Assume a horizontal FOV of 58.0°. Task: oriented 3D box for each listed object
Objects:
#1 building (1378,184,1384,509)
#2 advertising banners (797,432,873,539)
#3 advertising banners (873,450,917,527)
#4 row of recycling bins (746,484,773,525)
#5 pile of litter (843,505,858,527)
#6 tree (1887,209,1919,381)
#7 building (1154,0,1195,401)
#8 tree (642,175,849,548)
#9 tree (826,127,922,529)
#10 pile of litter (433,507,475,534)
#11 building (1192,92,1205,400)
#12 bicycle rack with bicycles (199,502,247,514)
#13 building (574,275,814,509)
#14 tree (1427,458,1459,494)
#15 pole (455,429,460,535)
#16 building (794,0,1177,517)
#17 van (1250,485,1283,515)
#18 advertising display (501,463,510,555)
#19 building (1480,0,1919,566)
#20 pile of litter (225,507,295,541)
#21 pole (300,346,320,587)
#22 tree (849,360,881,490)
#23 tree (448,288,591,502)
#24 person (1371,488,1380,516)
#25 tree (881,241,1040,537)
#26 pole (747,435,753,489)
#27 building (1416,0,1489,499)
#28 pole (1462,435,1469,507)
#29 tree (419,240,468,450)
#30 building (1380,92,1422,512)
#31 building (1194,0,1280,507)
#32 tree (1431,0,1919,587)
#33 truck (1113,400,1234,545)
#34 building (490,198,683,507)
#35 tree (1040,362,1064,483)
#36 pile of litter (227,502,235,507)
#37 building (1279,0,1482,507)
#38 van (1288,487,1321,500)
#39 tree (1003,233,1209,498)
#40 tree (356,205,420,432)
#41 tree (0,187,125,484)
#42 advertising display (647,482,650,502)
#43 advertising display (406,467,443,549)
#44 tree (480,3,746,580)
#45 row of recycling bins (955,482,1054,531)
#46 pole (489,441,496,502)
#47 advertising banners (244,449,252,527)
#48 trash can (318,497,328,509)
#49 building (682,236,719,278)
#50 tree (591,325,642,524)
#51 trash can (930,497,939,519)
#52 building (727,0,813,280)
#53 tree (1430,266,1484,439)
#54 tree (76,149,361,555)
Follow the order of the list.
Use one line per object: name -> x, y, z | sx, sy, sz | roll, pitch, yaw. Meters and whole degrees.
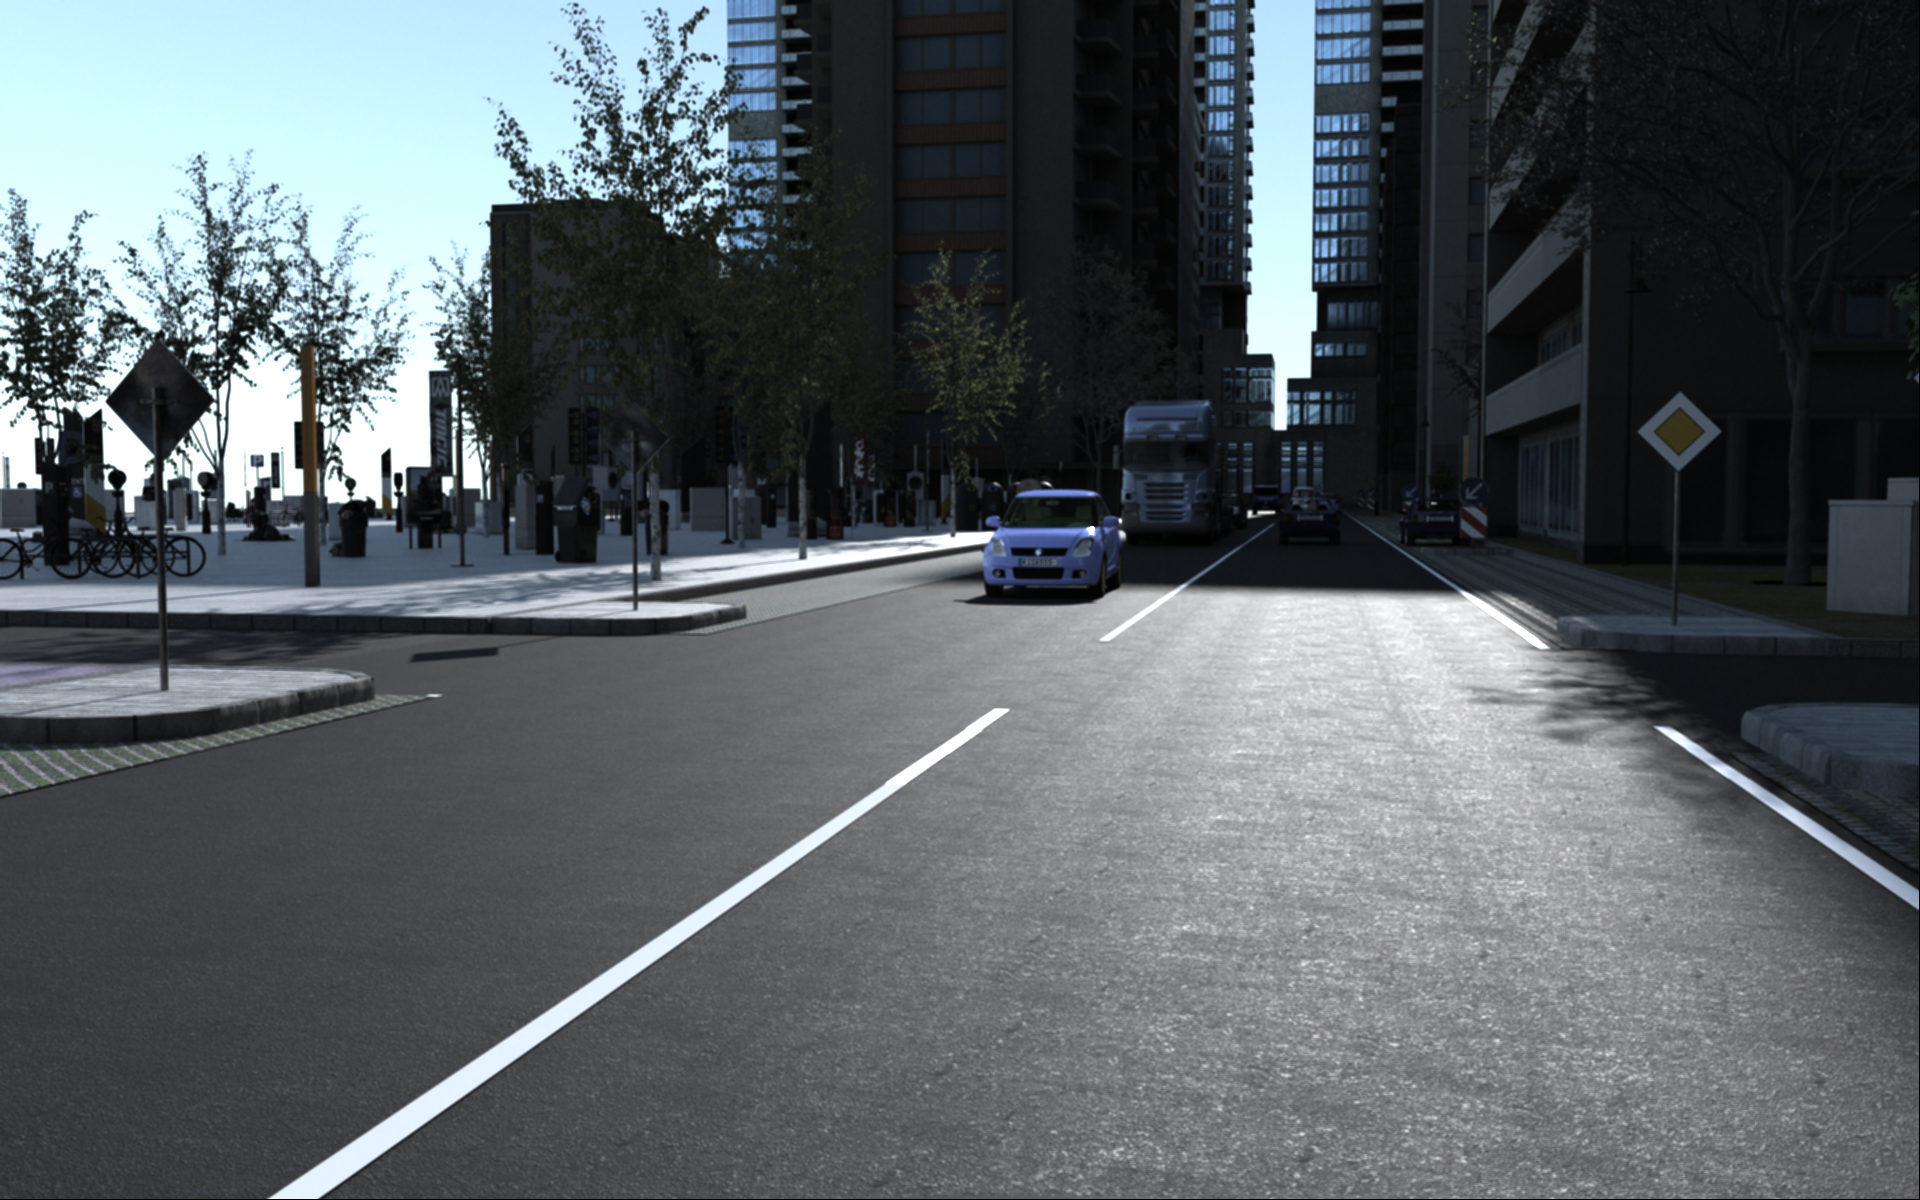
building -> 41.796, -22.645, 141.947 | 14.160, 30.474, 14.107 | 1, 4, 12
advertising banners -> -3.564, -3.224, 48.894 | 2.074, 3.025, 0.090 | 0, 4, 6
advertising banners -> -2.699, -4.360, 67.471 | 2.074, 3.025, 0.090 | 0, 4, -2
row of recycling bins -> -8.600, -4.125, 74.549 | 1.069, 1.692, 3.534 | -1, 4, -14
pile of litter -> -4.776, -3.332, 68.442 | 1.719, 0.858, 1.176 | -2, 4, -23
tree -> 9.958, -1.927, 15.215 | 4.285, 4.588, 4.351 | 0, 3, 0
building -> 9.982, -29.317, 129.443 | 14.600, 45.320, 14.200 | 1, 4, 12
tree -> -4.945, -5.536, 40.874 | 4.360, 8.622, 3.978 | 0, 3, 0
tree -> -3.325, -5.103, 33.799 | 4.737, 8.622, 4.395 | 0, 3, 0
pile of litter -> -16.638, -2.607, 56.583 | 1.719, 0.858, 1.176 | -3, 4, -37
building -> 9.204, -28.247, 153.724 | 23.993, 40.220, 32.217 | 1, 4, 12
bicycle rack with bicycles -> -34.210, -4.103, 80.467 | 2.925, 0.926, 2.852 | 0, 4, -4
building -> -16.703, -19.396, 162.165 | 28.899, 21.520, 27.650 | 1, 4, 12
tree -> 25.637, -5.984, 92.444 | 1.663, 3.219, 1.824 | 0, 3, 0
pole -> -15.774, -3.712, 54.540 | 0.158, 3.312, 0.155 | 0, 3, 0
building -> 1.876, -27.779, 108.805 | 22.147, 44.769, 28.867 | 1, 4, 12
van -> 21.384, -7.117, 120.741 | 2.240, 2.365, 5.245 | 1, 4, 11
advertising display -> -9.631, -1.926, 36.706 | 0.123, 1.923, 0.974 | -1, 4, -17
building -> 24.002, -25.367, 38.447 | 21.300, 48.544, 21.600 | 1, 4, 12
pile of litter -> -19.135, -2.061, 47.659 | 1.719, 0.858, 1.176 | 2, 4, 26
pole -> -8.976, -1.840, 23.924 | 0.158, 3.312, 0.155 | 0, 3, 0
tree -> -4.272, -8.763, 93.629 | 4.360, 8.622, 3.978 | 0, 3, 0
tree -> -16.430, -6.846, 62.288 | 4.360, 8.622, 3.978 | 0, 3, 0
person -> 27.516, -6.483, 114.515 | 0.705, 1.823, 1.348 | 0, 4, -8
tree -> 0.031, -6.177, 51.351 | 4.360, 8.622, 3.978 | 0, 3, 0
pole -> -7.310, -4.067, 60.333 | 0.158, 3.312, 0.155 | 0, 3, 0
building -> 38.663, -34.376, 104.044 | 21.231, 58.520, 28.212 | 1, 4, 12
pole -> 17.466, -4.036, 59.840 | 0.158, 3.312, 0.155 | 0, 3, 0
tree -> -13.745, -6.129, 50.572 | 4.737, 8.622, 4.395 | 0, 3, 0
building -> 38.699, -21.718, 126.794 | 14.160, 30.474, 14.107 | 1, 4, 12
building -> 18.325, -53.416, 186.030 | 31.000, 86.520, 22.319 | 1, 4, 12
tree -> 11.807, -6.962, 24.205 | 12.009, 13.543, 11.850 | 0, 3, 0
truck -> 7.252, -4.028, 55.620 | 2.967, 4.110, 18.799 | 1, 4, 11
building -> -37.312, -24.563, 173.312 | 14.107, 30.474, 14.160 | 1, 4, 12
tree -> 2.101, -7.302, 69.751 | 4.360, 8.622, 3.978 | 0, 3, 0
pile of litter -> -40.221, -4.964, 95.131 | 1.719, 0.858, 1.176 | -3, 5, -42
building -> 48.702, -53.039, 179.854 | 31.000, 86.520, 22.319 | 1, 4, 12
van -> 20.780, -5.957, 104.409 | 2.013, 2.044, 4.112 | 1, 4, 12
tree -> 6.527, -10.525, 82.455 | 12.009, 13.543, 11.850 | 0, 3, 0
tree -> -15.819, -5.693, 43.440 | 4.360, 8.622, 3.978 | 0, 3, 0
tree -> -22.021, -5.588, 41.727 | 4.737, 8.622, 4.395 | 0, 3, 0
advertising display -> -16.459, -5.250, 91.059 | 0.123, 1.923, 0.974 | -2, 4, -30
advertising display -> -12.652, -2.185, 40.933 | 0.123, 1.923, 0.974 | 2, 4, 33
tree -> -4.758, -4.595, 25.484 | 4.737, 8.622, 4.395 | 0, 3, 0
row of recycling bins -> 1.564, -3.290, 60.911 | 3.534, 1.692, 1.069 | 0, 4, 3
pole -> -18.075, -4.473, 66.973 | 0.158, 3.312, 0.155 | 0, 3, 0
advertising banners -> -27.768, -4.361, 67.488 | 0.090, 3.025, 2.074 | -1, 4, -17
trash can -> -37.614, -5.534, 102.138 | 0.748, 1.137, 0.748 | 0, 3, 0
building -> -35.723, -25.860, 194.515 | 14.107, 30.474, 14.160 | 1, 4, 12
tree -> -14.031, -7.536, 73.578 | 4.360, 8.622, 3.978 | 0, 3, 0
trash can -> -1.400, -4.518, 85.514 | 0.748, 1.137, 0.748 | 0, 3, 0
building -> -12.745, -53.816, 192.568 | 31.000, 86.520, 22.319 | 1, 4, 12
tree -> 17.656, -6.509, 56.781 | 4.360, 8.622, 3.978 | 0, 3, 0
tree -> -15.897, -5.273, 36.581 | 4.360, 8.622, 3.978 | 0, 3, 0
